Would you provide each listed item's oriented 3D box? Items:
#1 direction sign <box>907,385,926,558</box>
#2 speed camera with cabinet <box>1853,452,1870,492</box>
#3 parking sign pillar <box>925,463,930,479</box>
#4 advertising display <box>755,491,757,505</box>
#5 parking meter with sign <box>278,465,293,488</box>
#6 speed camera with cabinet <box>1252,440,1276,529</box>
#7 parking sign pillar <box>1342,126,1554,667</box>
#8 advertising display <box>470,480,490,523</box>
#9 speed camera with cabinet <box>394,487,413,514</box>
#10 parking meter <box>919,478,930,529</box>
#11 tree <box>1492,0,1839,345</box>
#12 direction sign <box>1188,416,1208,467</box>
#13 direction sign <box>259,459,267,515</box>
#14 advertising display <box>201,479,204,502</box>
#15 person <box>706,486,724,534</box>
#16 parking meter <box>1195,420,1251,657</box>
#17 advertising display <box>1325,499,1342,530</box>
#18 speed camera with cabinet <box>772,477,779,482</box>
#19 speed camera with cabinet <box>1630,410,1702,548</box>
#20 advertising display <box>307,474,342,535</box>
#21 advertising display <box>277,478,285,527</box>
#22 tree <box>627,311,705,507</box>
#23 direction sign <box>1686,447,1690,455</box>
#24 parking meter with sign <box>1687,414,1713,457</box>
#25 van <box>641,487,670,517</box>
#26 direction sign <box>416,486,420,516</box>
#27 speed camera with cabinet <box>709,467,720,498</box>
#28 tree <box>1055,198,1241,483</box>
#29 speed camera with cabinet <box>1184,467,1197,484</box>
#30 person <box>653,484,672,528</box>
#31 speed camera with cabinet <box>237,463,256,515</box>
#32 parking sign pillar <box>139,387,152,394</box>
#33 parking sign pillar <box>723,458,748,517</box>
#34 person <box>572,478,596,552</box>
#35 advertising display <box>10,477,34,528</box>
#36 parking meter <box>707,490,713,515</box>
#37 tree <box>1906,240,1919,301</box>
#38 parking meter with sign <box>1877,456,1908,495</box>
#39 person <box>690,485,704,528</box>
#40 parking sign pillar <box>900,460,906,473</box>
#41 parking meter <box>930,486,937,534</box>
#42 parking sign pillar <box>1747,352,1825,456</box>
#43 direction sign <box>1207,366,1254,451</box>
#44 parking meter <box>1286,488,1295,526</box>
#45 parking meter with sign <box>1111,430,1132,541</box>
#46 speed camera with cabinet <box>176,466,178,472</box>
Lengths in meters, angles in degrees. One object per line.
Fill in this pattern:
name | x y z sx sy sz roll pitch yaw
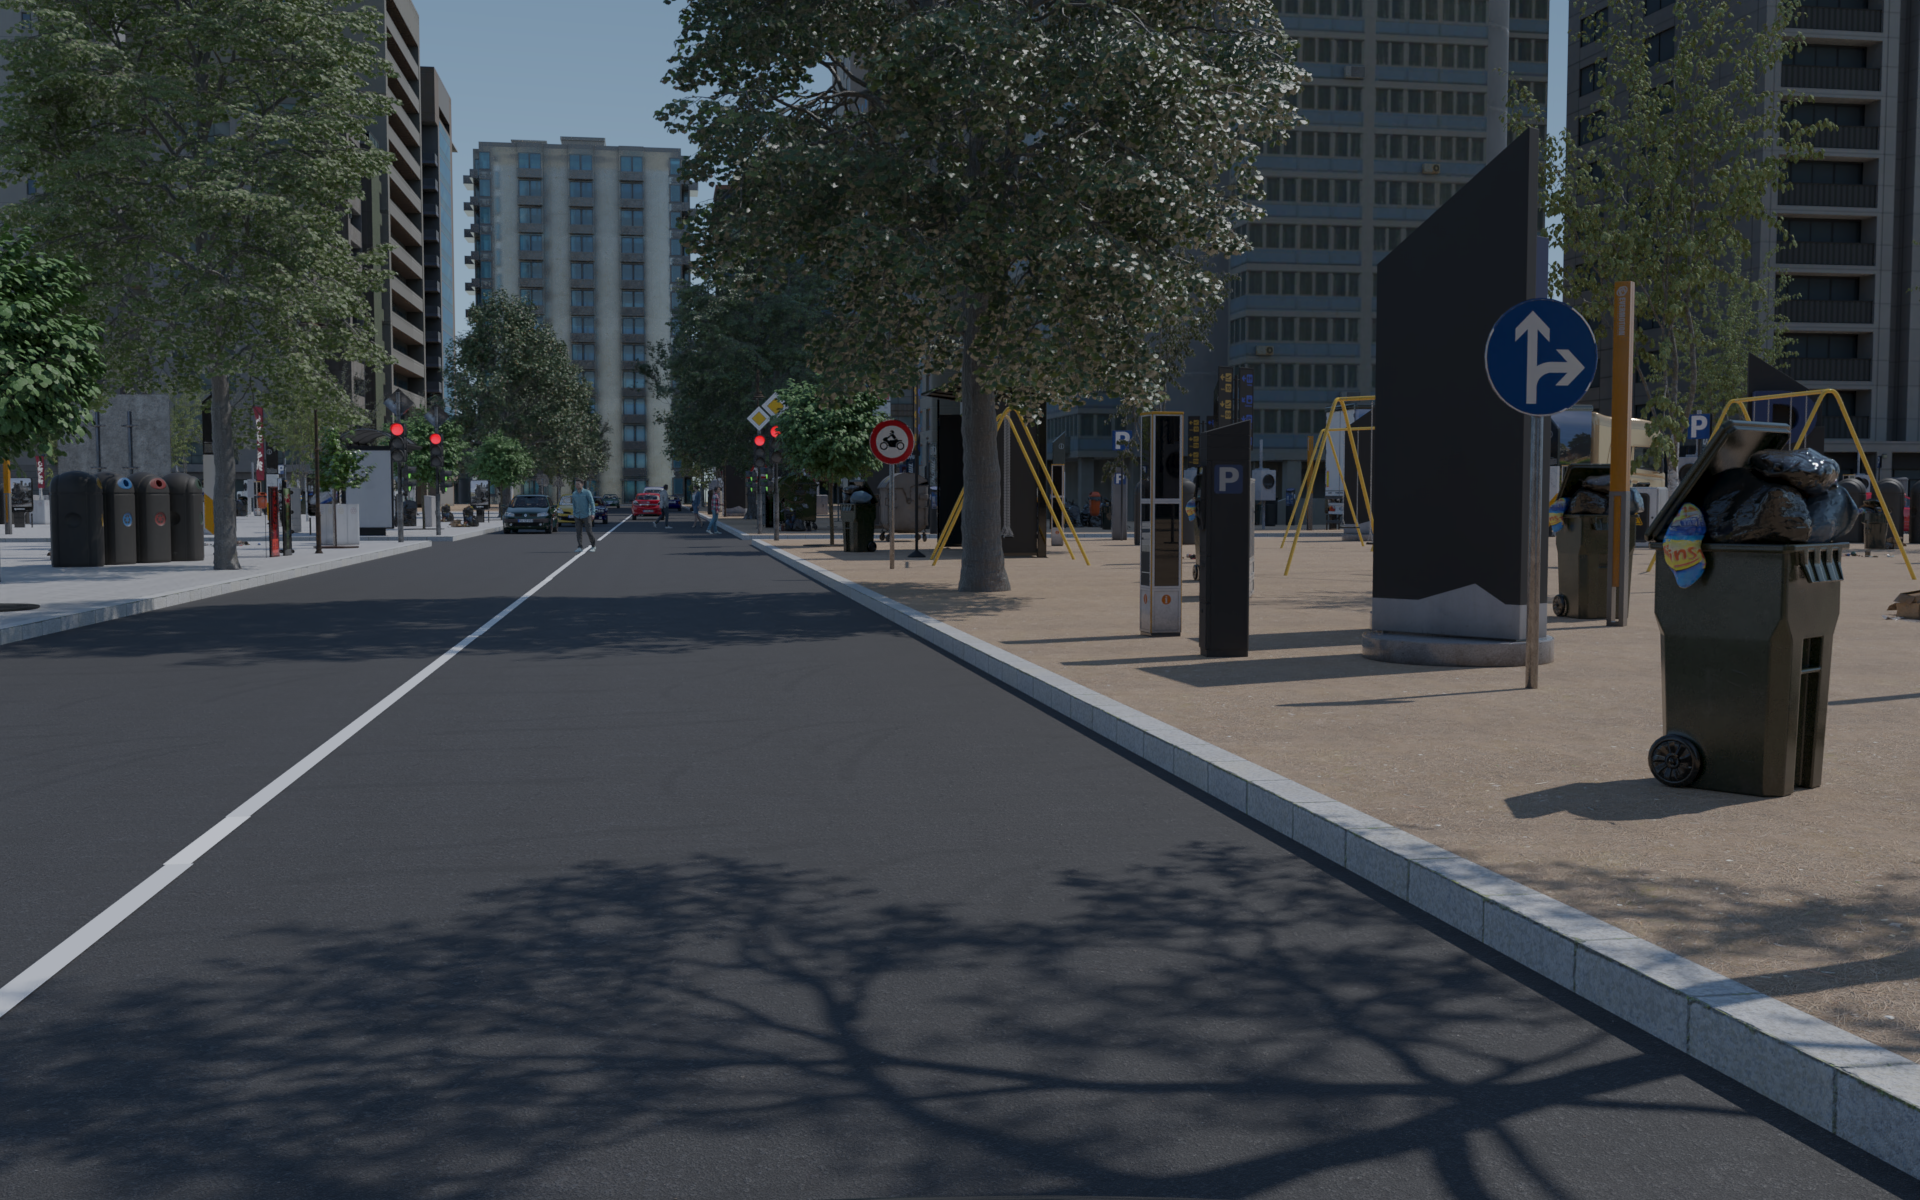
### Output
direction sign | -0.879 -2.632 35.028 0.379 3.537 0.876 0 4 6
speed camera with cabinet | 40.247 -5.165 78.791 2.038 3.252 0.660 0 4 1
parking sign pillar | -1.740 -7.791 115.855 1.447 3.967 1.447 3 4 38
advertising display | -12.969 -6.401 109.873 0.974 1.923 0.123 2 4 34
parking meter with sign | -40.375 -6.594 104.070 0.543 3.016 1.738 0 4 3
speed camera with cabinet | 10.402 -4.162 62.388 2.038 3.252 0.660 -2 4 -28
parking sign pillar | 3.880 -1.525 13.413 1.447 3.967 1.447 -3 5 -43
advertising display | -21.559 -4.440 77.810 0.974 1.923 0.123 1 4 17
speed camera with cabinet | -35.606 -7.081 110.109 0.660 3.252 2.038 1 4 15
parking meter | -1.320 -3.514 63.169 0.399 1.863 0.255 1 4 16
tree | 9.110 -4.415 22.546 4.737 8.622 4.395 0 3 0
direction sign | 7.042 -3.561 50.226 0.876 3.537 0.379 1 4 10
direction sign | -42.378 -6.955 105.718 0.876 3.537 0.379 1 4 15
advertising display | -32.357 -4.276 75.126 0.974 1.923 0.123 -1 4 -13
person | -8.837 -3.245 62.399 0.643 1.720 0.563 -1 4 -10
parking meter | 2.073 -0.487 13.675 0.399 1.863 0.255 0 4 -4
advertising display | 13.349 -3.470 61.949 0.123 1.923 0.974 3 5 42
speed camera with cabinet | -9.935 -6.434 99.533 2.038 3.252 0.660 1 4 10
speed camera with cabinet | 16.788 -2.868 41.221 0.660 3.252 2.038 -3 5 -44
advertising display | -20.044 -3.017 54.549 0.974 1.923 0.123 0 4 -3
advertising display | -26.658 -3.843 68.049 0.123 1.923 0.974 -2 4 -31
tree | -25.932 -19.095 168.100 12.611 20.169 13.585 0 3 0
direction sign | 34.999 -5.588 83.354 0.379 3.537 0.876 1 4 15
parking meter with sign | 16.803 -2.565 38.196 1.738 3.016 0.543 -2 4 -32
van | -19.686 -6.395 111.570 2.013 2.044 4.112 -1 4 -9
direction sign | -32.499 -6.822 103.532 0.876 3.537 0.379 1 4 22
speed camera with cabinet | -14.908 -7.071 109.946 2.038 3.252 0.660 -1 4 -9
tree | 4.278 -5.437 39.262 4.360 8.622 3.978 0 3 0
speed camera with cabinet | 7.878 -4.151 62.206 2.038 3.252 0.660 -2 4 -24
person | -12.382 -3.900 72.116 0.795 1.843 0.661 -2 4 -29
speed camera with cabinet | -44.895 -7.011 108.969 0.660 3.252 2.038 -3 5 -40
parking sign pillar | -20.886 -3.353 43.298 1.447 3.967 1.447 3 4 36
parking sign pillar | -12.843 -6.764 99.062 1.447 3.967 1.447 1 4 10
person | -9.296 -2.104 42.913 0.660 1.820 0.620 1 4 16
advertising display | -35.919 -3.725 66.114 0.974 1.923 0.123 -1 4 -14
parking meter | -15.528 -6.078 107.782 0.372 1.533 0.369 0 3 0
tree | 24.274 -5.513 40.494 4.737 8.622 4.395 0 3 0
parking meter with sign | 42.663 -5.042 78.697 1.738 3.016 0.543 1 4 17
person | -11.110 -3.960 73.273 0.654 1.822 0.581 -2 4 -26
parking sign pillar | -3.509 -7.704 114.435 1.447 3.967 1.447 -2 4 -29
parking meter | -0.780 -2.884 55.565 0.372 1.533 0.369 0 3 0
parking sign pillar | 15.572 -2.706 32.721 1.447 3.967 1.447 1 4 15
direction sign | 4.922 -2.384 30.970 0.876 3.537 0.379 -3 4 -37
parking meter | 13.497 -3.812 70.741 0.372 1.533 0.369 0 3 0
parking meter with sign | 4.466 -3.184 48.321 0.543 3.016 1.738 0 4 2
speed camera with cabinet | -54.045 -7.741 120.893 0.660 3.252 2.038 3 4 38
